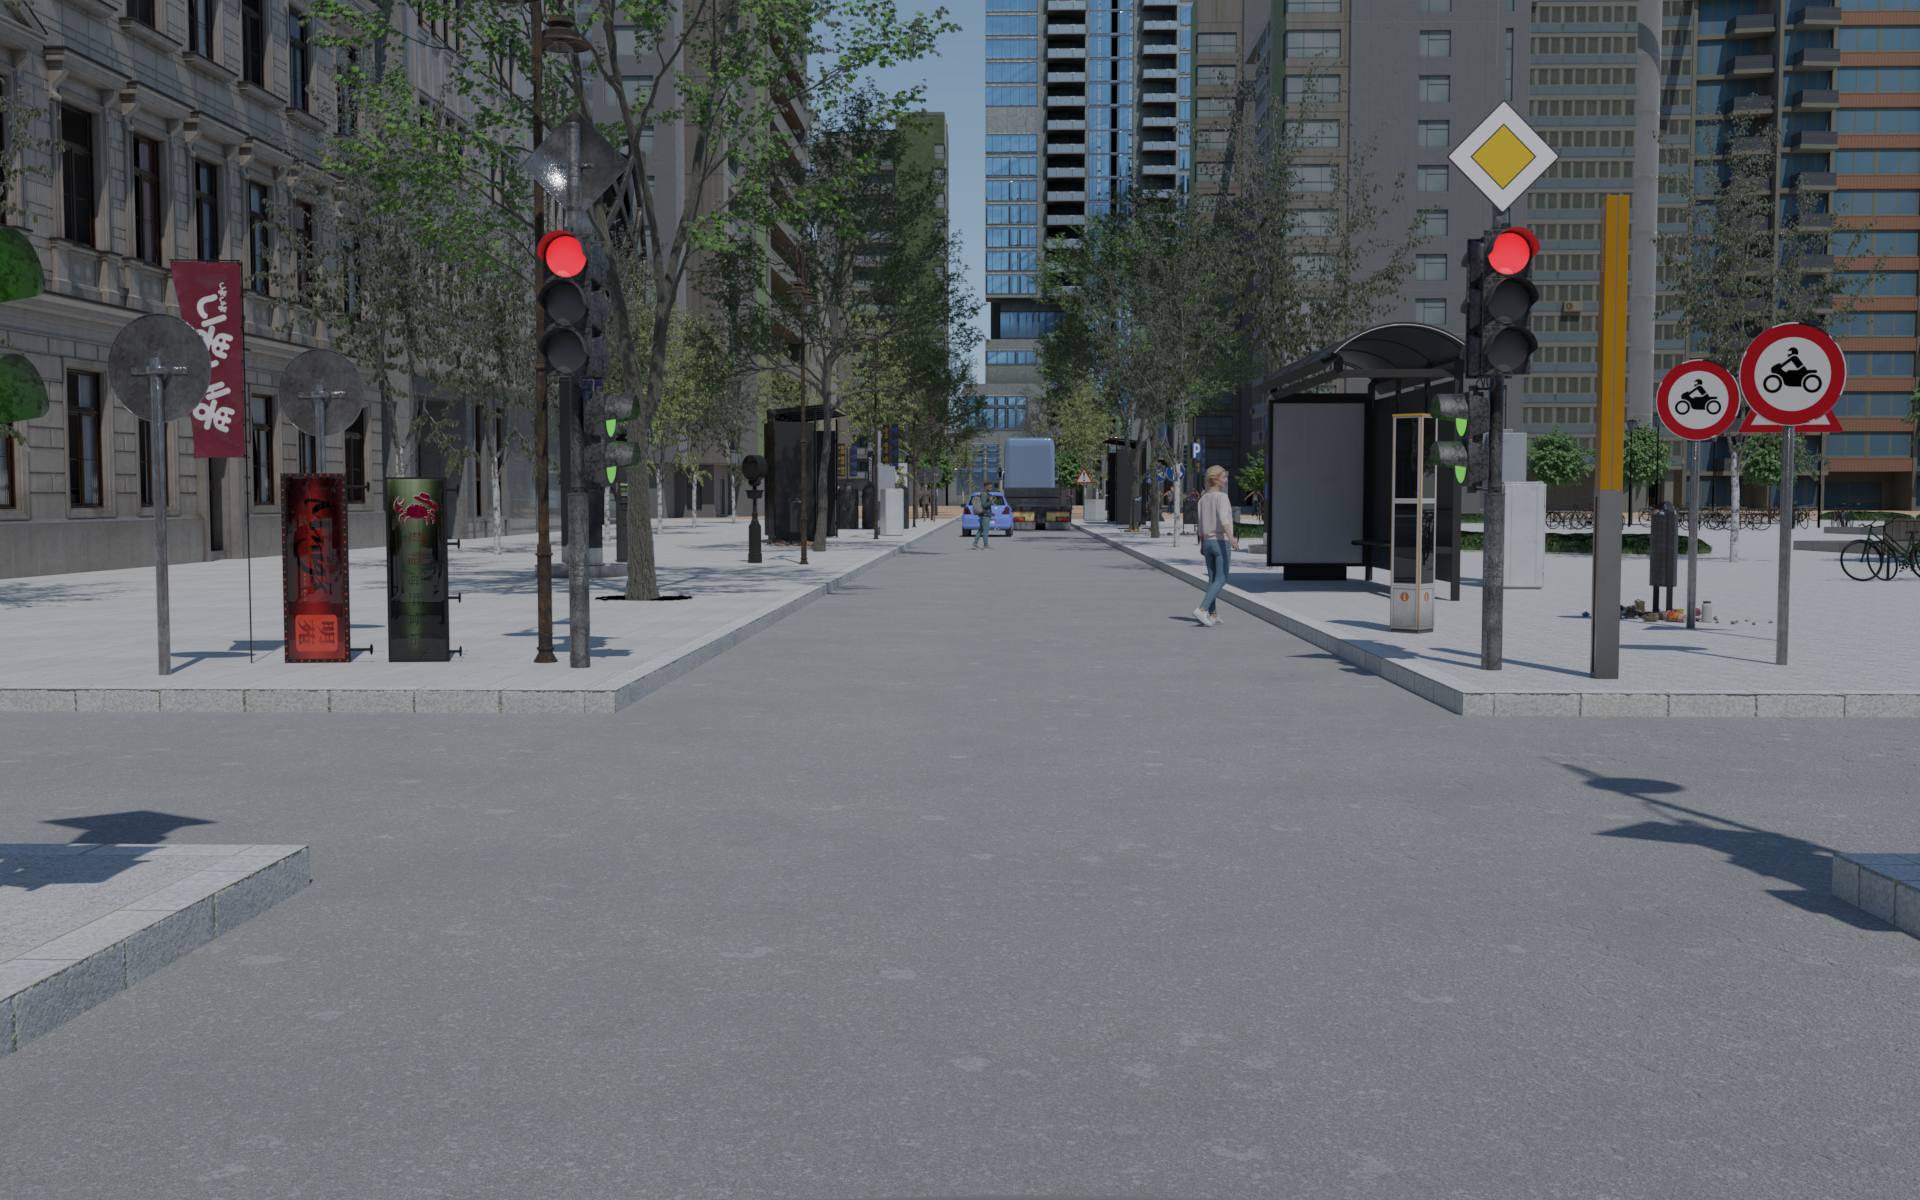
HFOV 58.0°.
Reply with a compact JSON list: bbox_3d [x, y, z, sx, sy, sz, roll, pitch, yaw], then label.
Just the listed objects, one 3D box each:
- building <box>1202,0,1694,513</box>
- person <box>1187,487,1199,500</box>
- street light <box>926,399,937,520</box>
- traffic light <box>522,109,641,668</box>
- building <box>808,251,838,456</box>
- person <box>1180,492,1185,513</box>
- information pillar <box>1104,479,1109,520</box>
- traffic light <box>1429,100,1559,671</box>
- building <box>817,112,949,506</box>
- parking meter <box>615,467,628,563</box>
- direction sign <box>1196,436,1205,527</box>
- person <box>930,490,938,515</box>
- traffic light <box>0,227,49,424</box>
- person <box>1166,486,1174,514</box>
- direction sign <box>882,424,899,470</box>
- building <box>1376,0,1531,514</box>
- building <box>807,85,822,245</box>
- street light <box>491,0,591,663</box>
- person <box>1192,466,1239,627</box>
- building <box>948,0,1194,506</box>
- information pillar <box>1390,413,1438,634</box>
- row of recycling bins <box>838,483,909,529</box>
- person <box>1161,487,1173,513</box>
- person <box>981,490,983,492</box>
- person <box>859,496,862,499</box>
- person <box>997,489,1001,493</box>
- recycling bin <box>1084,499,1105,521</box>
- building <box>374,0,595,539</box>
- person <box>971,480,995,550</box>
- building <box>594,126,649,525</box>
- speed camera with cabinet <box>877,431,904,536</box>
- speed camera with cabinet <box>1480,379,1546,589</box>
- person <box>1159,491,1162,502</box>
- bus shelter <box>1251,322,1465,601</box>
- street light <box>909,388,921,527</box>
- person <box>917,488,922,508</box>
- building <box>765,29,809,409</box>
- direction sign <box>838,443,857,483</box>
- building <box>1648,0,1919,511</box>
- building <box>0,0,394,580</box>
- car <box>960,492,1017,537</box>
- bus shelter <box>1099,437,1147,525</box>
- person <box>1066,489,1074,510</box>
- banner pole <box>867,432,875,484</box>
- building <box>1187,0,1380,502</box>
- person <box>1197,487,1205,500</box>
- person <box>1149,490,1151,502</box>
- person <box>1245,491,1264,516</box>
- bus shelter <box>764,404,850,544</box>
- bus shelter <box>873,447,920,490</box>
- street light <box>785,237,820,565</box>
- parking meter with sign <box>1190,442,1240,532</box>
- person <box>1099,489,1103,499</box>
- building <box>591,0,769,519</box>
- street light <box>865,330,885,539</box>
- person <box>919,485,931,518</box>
[{"bbox_3d":[34.423,-26.504,125.218,32.217,40.220,23.993,0,4,1],"label":"building"},{"bbox_3d":[14.478,-6.163,107.493,0.721,1.739,1.217,-3,5,-43],"label":"person"},{"bbox_3d":[-1.369,-6.804,84.037,0.468,5.910,1.993,0,4,1],"label":"street light"},{"bbox_3d":[-2.793,-1.454,12.701,0.839,4.253,0.868,0,4,1],"label":"traffic light"},{"bbox_3d":[-25.603,-18.003,139.392,28.899,21.520,27.650,0,4,1],"label":"building"},{"bbox_3d":[14.544,-6.695,115.523,0.705,1.823,1.348,-3,4,-38],"label":"person"},{"bbox_3d":[7.297,-4.959,85.565,0.304,2.012,0.304,1,4,9],"label":"information pillar"},{"bbox_3d":[3.866,-1.445,12.546,0.839,4.253,0.868,0,4,1],"label":"traffic light"},{"bbox_3d":[-8.269,-30.904,188.876,14.086,41.232,14.154,0,4,1],"label":"building"},{"bbox_3d":[-6.283,-1.633,32.408,0.255,1.863,0.399,-1,4,-22],"label":"parking meter"},{"bbox_3d":[9.412,-4.639,67.844,0.379,3.537,0.876,2,4,30],"label":"direction sign"},{"bbox_3d":[-1.675,-6.247,108.046,0.599,1.838,0.709,1,4,11],"label":"person"},{"bbox_3d":[-2.998,-0.966,4.718,0.839,4.253,0.868,0,4,1],"label":"traffic light"},{"bbox_3d":[13.286,-6.248,108.725,0.617,1.759,0.750,2,4,25],"label":"person"},{"bbox_3d":[-2.257,-3.928,56.225,0.379,3.537,0.876,-3,4,-37],"label":"direction sign"},{"bbox_3d":[25.774,-25.820,105.751,14.154,41.232,14.086,0,4,1],"label":"building"},{"bbox_3d":[-30.661,-35.192,194.994,30.456,49.044,23.786,0,4,1],"label":"building"},{"bbox_3d":[-3.163,-2.462,13.046,0.468,5.910,1.993,0,4,1],"label":"street light"},{"bbox_3d":[2.751,-0.588,18.782,0.598,1.740,0.731,-3,5,-41],"label":"person"},{"bbox_3d":[14.532,-53.757,191.601,31.000,86.520,22.319,0,4,1],"label":"building"},{"bbox_3d":[4.195,-0.705,16.015,0.304,2.012,0.304,3,5,44],"label":"information pillar"},{"bbox_3d":[-3.624,-3.446,63.454,3.534,1.692,1.069,0,4,-7],"label":"row of recycling bins"},{"bbox_3d":[13.869,-6.581,114.351,1.217,1.736,0.721,0,4,7],"label":"person"},{"bbox_3d":[1.588,-6.983,123.391,1.217,1.743,0.721,1,4,16],"label":"person"},{"bbox_3d":[-7.311,-7.956,136.217,1.348,1.812,0.705,-3,4,-36],"label":"person"},{"bbox_3d":[2.281,-5.814,104.076,1.217,1.766,0.721,-3,4,-37],"label":"person"},{"bbox_3d":[6.362,-4.240,81.872,0.722,1.027,0.722,3,5,40],"label":"recycling bin"},{"bbox_3d":[-19.426,-14.342,52.518,12.078,24.808,19.932,0,4,1],"label":"building"},{"bbox_3d":[0.638,-2.176,44.430,0.721,1.781,0.623,-1,4,-17],"label":"person"},{"bbox_3d":[-21.732,-12.481,71.522,16.820,18.784,16.811,0,4,1],"label":"building"},{"bbox_3d":[-2.208,-3.639,53.829,0.660,3.252,2.038,-1,4,-12],"label":"speed camera with cabinet"},{"bbox_3d":[7.711,-1.826,24.194,0.660,3.252,2.038,0,4,8],"label":"speed camera with cabinet"},{"bbox_3d":[12.186,-6.146,107.059,0.617,1.759,0.750,0,4,7],"label":"person"},{"bbox_3d":[5.286,-1.787,23.141,2.014,3.302,5.546,0,4,1],"label":"bus shelter"},{"bbox_3d":[-1.764,-5.731,66.490,0.468,5.910,1.993,0,4,1],"label":"street light"},{"bbox_3d":[-3.760,-9.642,163.698,0.705,1.823,1.348,-2,4,-24],"label":"person"},{"bbox_3d":[-21.776,-29.951,113.394,21.300,48.544,21.600,0,4,1],"label":"building"},{"bbox_3d":[-5.027,-5.219,77.320,0.876,3.537,0.379,0,4,-3],"label":"direction sign"},{"bbox_3d":[69.392,-29.602,138.613,28.867,44.769,22.147,0,4,1],"label":"building"},{"bbox_3d":[-18.900,-10.296,32.969,10.561,19.102,19.286,0,4,1],"label":"building"},{"bbox_3d":[0.963,-3.030,59.127,1.945,1.707,3.694,0,4,3],"label":"car"},{"bbox_3d":[7.007,-5.087,74.459,1.731,3.624,6.357,0,4,2],"label":"bus shelter"},{"bbox_3d":[9.085,-8.330,142.685,0.683,1.767,0.568,-2,4,-27],"label":"person"},{"bbox_3d":[-3.526,-4.876,69.745,0.401,3.779,0.863,-2,4,-34],"label":"banner pole"},{"bbox_3d":[25.990,-28.214,144.885,14.154,41.232,14.086,0,4,1],"label":"building"},{"bbox_3d":[15.370,-6.302,109.871,0.721,1.735,1.217,3,4,37],"label":"person"},{"bbox_3d":[12.730,-6.581,114.092,0.568,1.767,0.683,0,4,7],"label":"person"},{"bbox_3d":[17.122,-5.744,100.680,1.217,1.735,0.721,-1,4,-15],"label":"person"},{"bbox_3d":[-4.161,-3.464,47.926,1.731,3.624,6.357,0,4,1],"label":"bus shelter"},{"bbox_3d":[-2.936,-5.107,77.431,2.014,3.302,5.546,0,4,2],"label":"bus shelter"},{"bbox_3d":[-2.845,-3.585,31.402,0.468,5.910,1.993,0,4,1],"label":"street light"},{"bbox_3d":[8.603,-3.785,58.139,1.738,3.016,0.543,3,5,40],"label":"parking meter with sign"},{"bbox_3d":[11.695,-8.373,143.736,0.445,1.727,0.742,0,4,-2],"label":"person"},{"bbox_3d":[-18.499,-25.179,95.279,14.154,41.232,14.086,0,4,1],"label":"building"},{"bbox_3d":[-2.380,-4.658,48.948,0.468,5.910,1.993,0,4,1],"label":"street light"},{"bbox_3d":[-1.910,-5.272,92.796,0.434,1.755,0.990,3,5,42],"label":"person"}]
